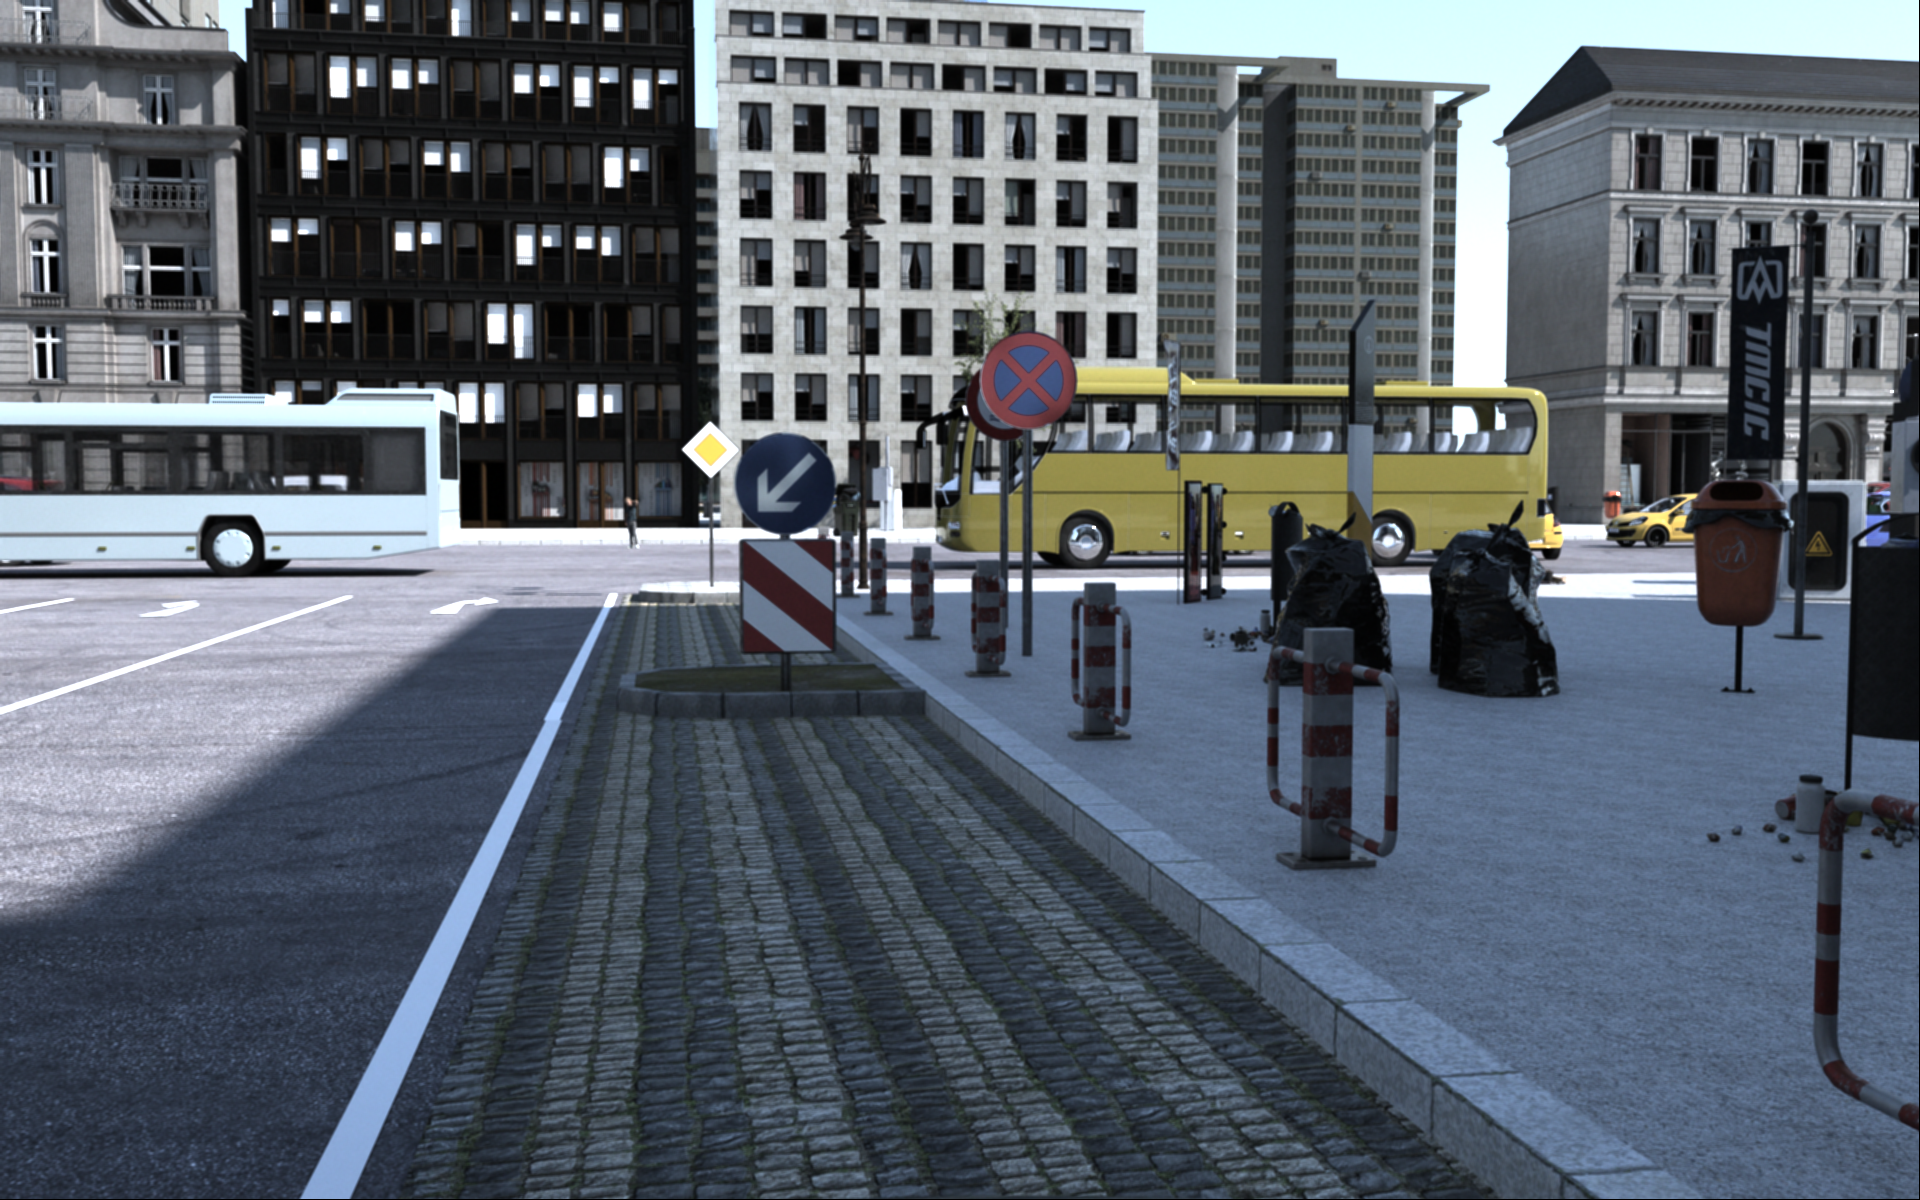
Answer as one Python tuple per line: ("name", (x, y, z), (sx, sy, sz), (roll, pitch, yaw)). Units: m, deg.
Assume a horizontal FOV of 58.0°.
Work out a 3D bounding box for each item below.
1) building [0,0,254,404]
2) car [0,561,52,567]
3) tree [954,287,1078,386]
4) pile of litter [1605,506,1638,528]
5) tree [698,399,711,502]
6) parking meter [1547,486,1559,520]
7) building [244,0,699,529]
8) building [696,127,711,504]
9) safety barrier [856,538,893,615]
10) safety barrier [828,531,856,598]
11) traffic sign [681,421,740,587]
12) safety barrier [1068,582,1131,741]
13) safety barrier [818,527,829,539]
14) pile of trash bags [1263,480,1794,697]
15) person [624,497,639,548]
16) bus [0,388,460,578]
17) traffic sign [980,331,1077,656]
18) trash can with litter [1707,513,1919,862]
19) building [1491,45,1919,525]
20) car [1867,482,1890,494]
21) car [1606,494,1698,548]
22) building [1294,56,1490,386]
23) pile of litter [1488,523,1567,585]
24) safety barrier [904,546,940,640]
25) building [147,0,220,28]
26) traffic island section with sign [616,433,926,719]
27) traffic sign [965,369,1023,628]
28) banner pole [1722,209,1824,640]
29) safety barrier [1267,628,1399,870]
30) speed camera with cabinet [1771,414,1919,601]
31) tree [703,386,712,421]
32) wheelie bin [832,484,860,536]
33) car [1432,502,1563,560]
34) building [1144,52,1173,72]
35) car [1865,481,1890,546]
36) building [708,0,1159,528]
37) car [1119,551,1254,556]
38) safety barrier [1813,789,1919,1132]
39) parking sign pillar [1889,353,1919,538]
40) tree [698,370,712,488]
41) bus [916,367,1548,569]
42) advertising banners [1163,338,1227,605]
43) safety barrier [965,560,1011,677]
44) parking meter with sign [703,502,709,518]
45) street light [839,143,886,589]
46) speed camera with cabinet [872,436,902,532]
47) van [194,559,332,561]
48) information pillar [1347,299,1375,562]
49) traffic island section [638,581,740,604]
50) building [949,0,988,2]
("building", (-38.260, -13.691, 65.646), (24.055, 21.916, 13.314), (-1, 4, -10))
("car", (-20.405, -1.599, 34.809), (5.304, 1.827, 2.281), (-1, 4, -8))
("tree", (1.804, -6.837, 62.142), (4.737, 8.622, 4.395), (0, 3, 0))
("pile of litter", (24.939, -3.113, 64.869), (1.176, 0.858, 1.719), (-1, 4, -14))
("tree", (-19.436, -11.092, 131.714), (4.737, 8.622, 4.395), (0, 3, 0))
("parking meter", (19.280, -2.931, 56.332), (0.372, 1.533, 0.369), (0, 3, 0))
("building", (-18.672, -14.660, 69.376), (15.834, 23.373, 12.332), (-1, 4, -10))
("building", (-33.456, -37.209, 232.065), (21.600, 48.544, 21.300), (-1, 4, -10))
("safety barrier", (-0.869, -0.252, 18.397), (0.300, 0.817, 1.120), (-1, 4, -10))
("safety barrier", (-1.400, -0.442, 21.505), (0.300, 0.817, 1.120), (-1, 4, -10))
("traffic sign", (-3.422, -1.233, 23.799), (0.795, 2.450, 0.064), (-1, 4, -10))
("safety barrier", (0.732, 0.317, 9.087), (0.300, 0.817, 1.120), (-1, 4, -10))
("safety barrier", (-1.935, -0.632, 24.603), (0.300, 0.817, 1.120), (-1, 4, -10))
("pile of trash bags", (3.717, -0.119, 11.701), (3.447, 1.369, 1.912), (2, 4, 30))
("person", (-8.698, -2.051, 45.938), (0.435, 1.345, 0.340), (0, 4, 8))
("bus", (-15.748, -2.166, 30.277), (13.247, 3.499, 2.948), (-1, 4, -8))
("traffic sign", (0.534, -0.829, 13.660), (0.768, 2.556, 0.104), (0, 4, -4))
("trash can with litter", (4.016, 0.285, 6.397), (2.233, 1.210, 1.678), (2, 4, 26))
("building", (27.305, -13.767, 75.995), (40.483, 20.767, 10.553), (-1, 4, -10))
("car", (28.981, -2.807, 54.565), (5.304, 1.827, 2.281), (-1, 4, -9))
("car", (19.561, -2.245, 46.931), (3.980, 1.641, 2.015), (-1, 4, -8))
("building", (30.430, -28.629, 159.963), (23.993, 40.220, 32.217), (-1, 4, -10))
("pile of litter", (8.117, -0.694, 25.305), (1.176, 0.858, 1.719), (-1, 4, -13))
("safety barrier", (-0.335, -0.063, 15.299), (0.300, 0.817, 1.120), (-1, 4, -10))
("building", (-77.611, -33.858, 142.811), (27.495, 52.752, 28.713), (-1, 4, -10))
("traffic island section with sign", (-1.358, -0.204, 11.957), (1.989, 1.847, 2.006), (-1, 4, -10))
("traffic sign", (0.423, -1.007, 16.568), (0.768, 2.556, 0.104), (-1, 4, -10))
("banner pole", (7.265, -1.554, 15.422), (0.863, 3.779, 0.401), (2, 4, 24))
("safety barrier", (1.270, 0.507, 5.989), (0.300, 0.817, 1.120), (-1, 4, -10))
("speed camera with cabinet", (10.893, -1.621, 20.838), (2.038, 3.252, 0.660), (1, 4, 12))
("tree", (-12.889, -9.259, 101.743), (4.360, 8.622, 3.978), (0, 3, 0))
("wheelie bin", (-3.419, -2.738, 52.673), (0.980, 1.594, 0.693), (-3, 4, -36))
("car", (12.057, -1.775, 39.237), (2.015, 1.641, 3.980), (0, 4, -8))
("building", (8.389, -27.795, 146.328), (32.217, 40.220, 23.993), (-1, 4, -10))
("car", (18.184, -1.366, 31.923), (3.694, 1.707, 1.945), (-1, 4, -9))
("building", (-1.529, -13.200, 70.575), (16.860, 20.320, 10.420), (-1, 4, -10))
("car", (5.341, -1.744, 41.098), (3.894, 1.354, 1.945), (-1, 4, -12))
("safety barrier", (1.799, 0.697, 2.878), (0.300, 0.817, 1.120), (-1, 4, -10))
("parking sign pillar", (13.467, -2.161, 23.803), (1.447, 3.967, 1.447), (-1, 4, -20))
("tree", (-23.881, -14.593, 155.610), (9.611, 12.733, 9.660), (0, 3, 0))
("bus", (5.391, -2.623, 34.434), (12.252, 3.916, 2.896), (-1, 4, -9))
("advertising banners", (2.769, -1.484, 20.452), (0.090, 3.025, 2.074), (2, 4, 28))
("safety barrier", (0.196, 0.127, 12.199), (0.300, 0.817, 1.120), (-1, 4, -10))
("parking meter with sign", (-13.041, -5.921, 93.061), (1.738, 3.016, 0.543), (2, 4, 30))
("street light", (-1.310, -3.089, 23.293), (0.468, 5.910, 1.993), (-1, 4, -10))
("speed camera with cabinet", (-2.519, -4.000, 59.734), (0.660, 3.252, 2.038), (1, 4, 11))
("van", (-15.273, -1.908, 38.208), (4.112, 2.044, 2.013), (-1, 4, -11))
("information pillar", (4.814, -1.800, 20.778), (0.183, 3.616, 0.504), (3, 5, 41))
("traffic island section", (-3.400, -0.098, 23.880), (2.009, 0.180, 2.903), (-1, 4, -10))
("building", (-7.498, -56.420, 235.131), (31.000, 86.520, 22.319), (-1, 4, -10))
